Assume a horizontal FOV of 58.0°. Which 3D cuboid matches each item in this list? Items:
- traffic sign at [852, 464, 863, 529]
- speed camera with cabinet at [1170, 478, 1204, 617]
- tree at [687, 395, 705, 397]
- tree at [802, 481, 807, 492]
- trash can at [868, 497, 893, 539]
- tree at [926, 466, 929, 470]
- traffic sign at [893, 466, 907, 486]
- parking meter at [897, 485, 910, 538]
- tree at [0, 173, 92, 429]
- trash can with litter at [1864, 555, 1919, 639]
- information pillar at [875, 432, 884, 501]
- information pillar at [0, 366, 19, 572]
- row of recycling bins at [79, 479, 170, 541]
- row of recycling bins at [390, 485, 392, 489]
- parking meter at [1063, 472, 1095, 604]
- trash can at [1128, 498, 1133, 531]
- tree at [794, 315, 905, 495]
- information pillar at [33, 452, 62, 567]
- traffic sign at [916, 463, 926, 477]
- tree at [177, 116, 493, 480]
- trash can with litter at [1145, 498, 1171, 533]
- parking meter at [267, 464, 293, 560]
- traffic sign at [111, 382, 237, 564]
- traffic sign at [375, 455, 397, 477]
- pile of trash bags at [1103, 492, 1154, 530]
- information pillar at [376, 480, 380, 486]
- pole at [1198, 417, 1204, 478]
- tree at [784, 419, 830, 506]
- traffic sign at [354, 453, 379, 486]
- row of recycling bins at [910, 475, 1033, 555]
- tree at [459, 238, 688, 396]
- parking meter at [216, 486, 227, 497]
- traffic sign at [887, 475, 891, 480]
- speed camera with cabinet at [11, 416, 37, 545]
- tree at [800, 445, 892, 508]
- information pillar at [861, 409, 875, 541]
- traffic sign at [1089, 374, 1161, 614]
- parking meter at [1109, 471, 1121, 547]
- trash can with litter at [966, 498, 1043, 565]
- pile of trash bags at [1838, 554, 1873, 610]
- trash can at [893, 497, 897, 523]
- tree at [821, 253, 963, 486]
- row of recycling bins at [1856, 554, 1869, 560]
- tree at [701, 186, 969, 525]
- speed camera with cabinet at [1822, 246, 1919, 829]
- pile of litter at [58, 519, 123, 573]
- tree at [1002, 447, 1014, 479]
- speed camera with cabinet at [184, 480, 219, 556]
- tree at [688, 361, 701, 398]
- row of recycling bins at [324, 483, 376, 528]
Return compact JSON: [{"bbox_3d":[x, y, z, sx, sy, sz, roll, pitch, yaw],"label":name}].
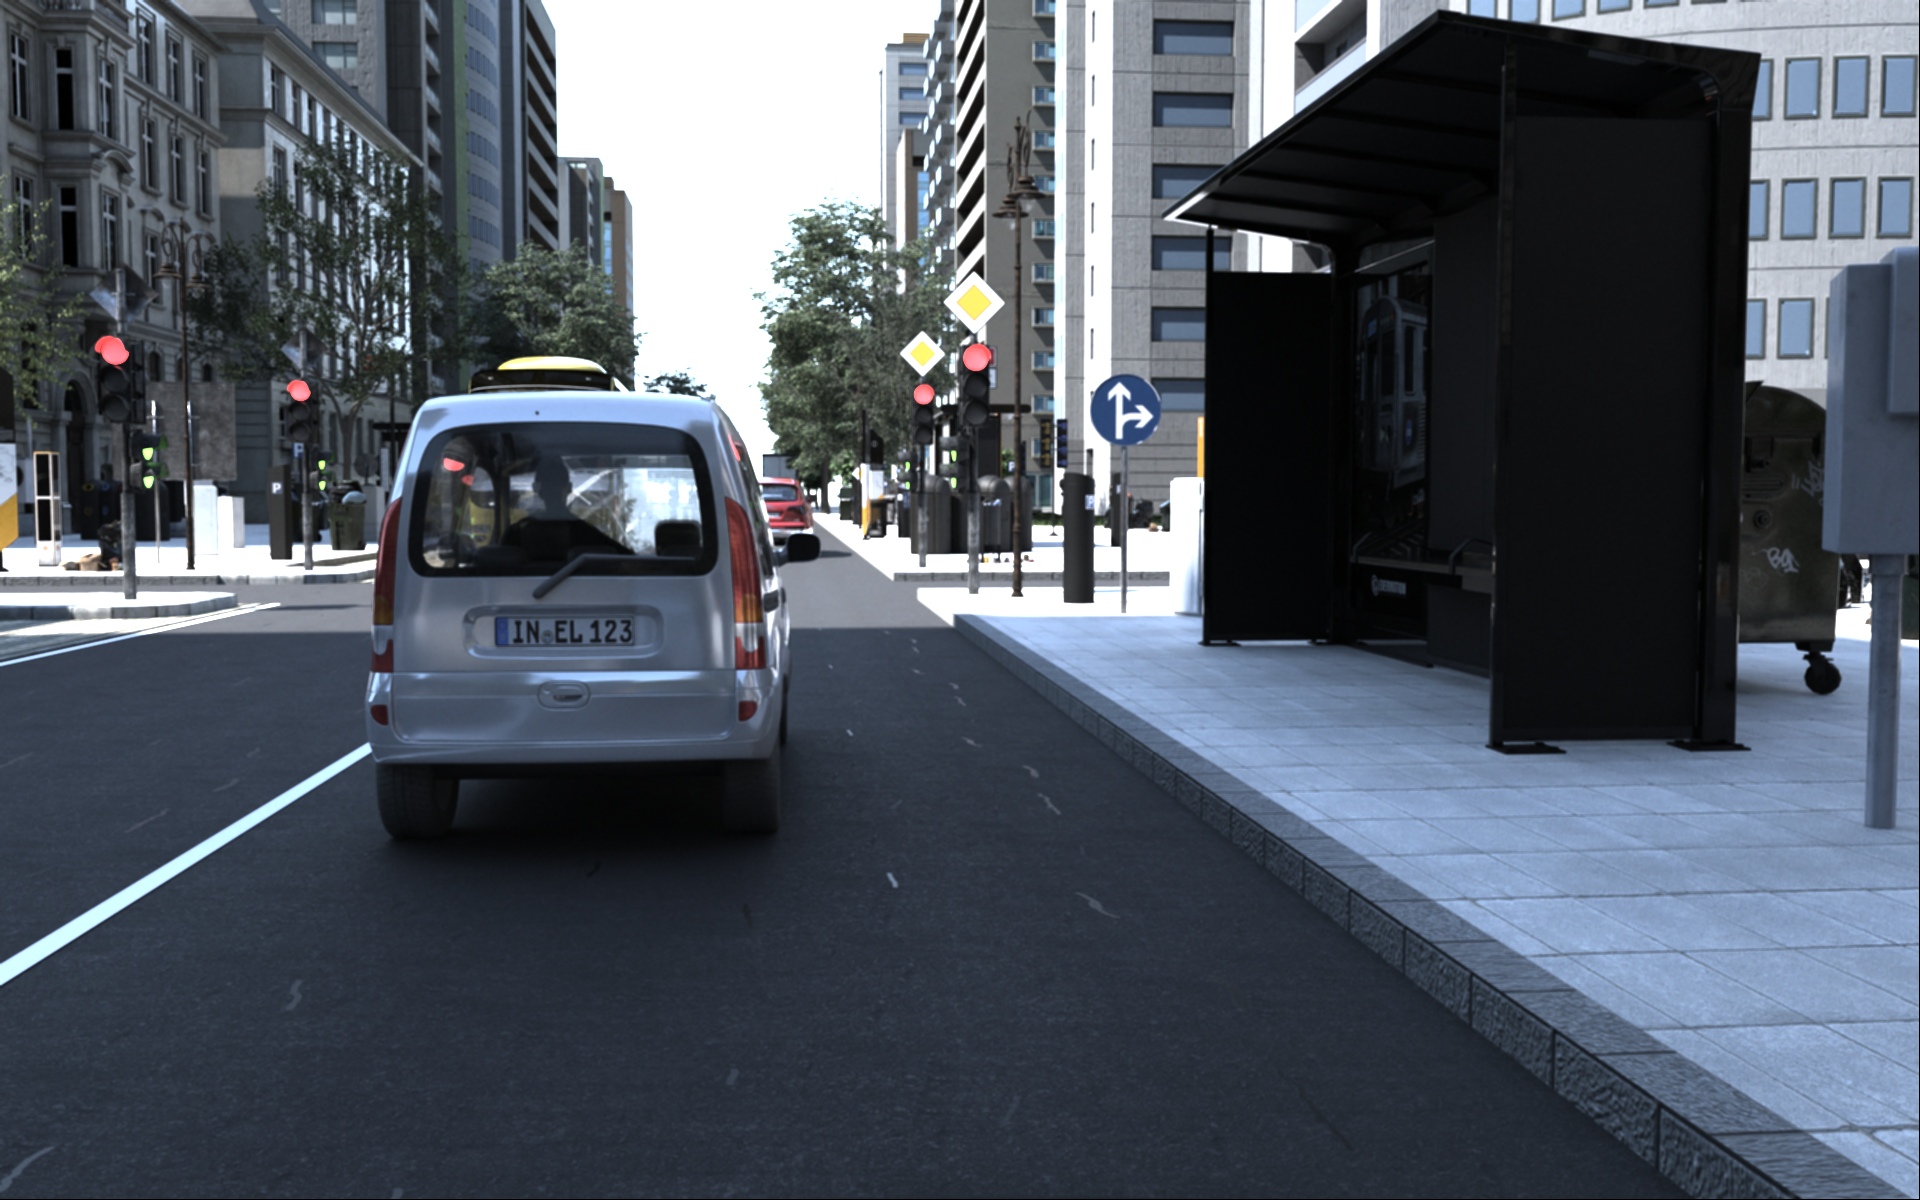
[{"bbox_3d":[-3.581,-3.836,63.909,0.795,2.450,0.064,0,4,3],"label":"traffic sign"},{"bbox_3d":[3.275,-1.487,18.655,2.038,3.252,0.660,-2,4,-27],"label":"speed camera with cabinet"},{"bbox_3d":[-30.158,-17.026,195.380,9.611,12.733,9.660,0,3,0],"label":"tree"},{"bbox_3d":[-20.820,-17.341,233.893,4.360,8.622,3.978,0,3,0],"label":"tree"},{"bbox_3d":[-2.412,-2.356,50.179,0.748,1.137,0.748,0,3,0],"label":"trash can"},{"bbox_3d":[-0.191,-3.739,55.733,1.663,3.219,1.824,0,3,0],"label":"tree"},{"bbox_3d":[-2.087,-3.598,60.957,0.606,2.300,0.079,0,4,-2],"label":"traffic sign"},{"bbox_3d":[-1.628,-2.561,50.277,0.372,1.533,0.369,0,3,0],"label":"parking meter"},{"bbox_3d":[-22.629,-5.507,40.404,4.737,8.622,4.395,0,3,0],"label":"tree"},{"bbox_3d":[8.450,-0.253,15.531,0.624,1.170,1.055,0,4,3],"label":"trash can with litter"},{"bbox_3d":[-2.964,-4.290,61.492,0.504,3.616,0.183,-1,4,-19],"label":"information pillar"},{"bbox_3d":[-15.719,-2.260,28.314,0.504,3.616,0.183,-3,5,-42],"label":"information pillar"},{"bbox_3d":[-23.194,-2.507,48.109,3.534,1.692,1.069,2,4,33],"label":"row of recycling bins"},{"bbox_3d":[-24.989,-4.134,74.699,1.069,1.692,3.534,2,4,29],"label":"row of recycling bins"},{"bbox_3d":[1.395,-0.729,20.328,0.372,1.533,0.369,0,3,0],"label":"parking meter"},{"bbox_3d":[5.577,-2.933,59.608,0.748,1.137,0.748,0,3,0],"label":"trash can"},{"bbox_3d":[-5.920,-10.554,98.315,9.928,11.665,9.643,0,3,0],"label":"tree"},{"bbox_3d":[-16.015,-1.586,30.423,0.304,2.012,0.304,0,4,-2],"label":"information pillar"},{"bbox_3d":[-1.606,-3.912,63.971,0.884,2.594,0.081,0,4,-5],"label":"traffic sign"},{"bbox_3d":[-15.746,-6.689,43.781,8.767,10.594,7.601,0,4,-2],"label":"tree"},{"bbox_3d":[6.734,-2.825,57.577,1.055,1.170,0.624,-1,4,-14],"label":"trash can with litter"},{"bbox_3d":[-13.187,-1.704,33.579,0.399,1.863,0.255,0,4,6],"label":"parking meter"},{"bbox_3d":[-14.281,-2.299,31.464,2.265,3.308,0.079,0,4,1],"label":"traffic sign"},{"bbox_3d":[-18.121,-3.330,54.548,0.768,2.556,0.104,0,4,0],"label":"traffic sign"},{"bbox_3d":[6.149,-3.293,63.592,1.912,1.369,3.447,0,4,8],"label":"pile of trash bags"},{"bbox_3d":[-29.580,-5.133,88.423,0.304,2.012,0.304,2,4,23],"label":"information pillar"},{"bbox_3d":[6.426,-3.199,46.141,0.158,3.312,0.155,0,3,0],"label":"pole"},{"bbox_3d":[-16.504,-16.361,201.909,7.601,10.594,8.767,-1,4,-16],"label":"tree"},{"bbox_3d":[-18.555,-3.306,54.152,0.768,2.556,0.104,0,4,0],"label":"traffic sign"},{"bbox_3d":[0.328,-1.872,37.728,1.069,1.692,3.534,3,5,43],"label":"row of recycling bins"},{"bbox_3d":[-19.794,-10.909,85.015,9.857,13.997,8.962,0,3,0],"label":"tree"},{"bbox_3d":[-24.402,-2.987,57.241,0.372,1.533,0.369,0,3,0],"label":"parking meter"},{"bbox_3d":[-4.584,-6.424,105.144,0.768,2.556,0.104,0,3,0],"label":"traffic sign"},{"bbox_3d":[-24.302,-3.039,44.031,2.038,3.252,0.660,1,4,20],"label":"speed camera with cabinet"},{"bbox_3d":[-4.944,-6.319,87.033,4.285,4.588,4.351,0,3,0],"label":"tree"},{"bbox_3d":[-2.592,-3.456,47.855,0.183,3.616,0.504,1,4,14],"label":"information pillar"},{"bbox_3d":[1.755,-1.124,18.487,0.768,2.556,0.104,0,4,1],"label":"traffic sign"},{"bbox_3d":[3.830,-2.217,41.954,0.399,1.863,0.255,-1,4,-10],"label":"parking meter"},{"bbox_3d":[0.903,-1.305,32.387,1.678,1.210,2.233,3,5,39],"label":"trash can with litter"},{"bbox_3d":[10.766,-0.643,20.260,1.912,1.369,3.447,3,5,42],"label":"pile of trash bags"},{"bbox_3d":[-3.065,-3.785,73.546,0.748,1.137,0.748,0,3,0],"label":"trash can"},{"bbox_3d":[-1.916,-6.224,52.129,4.360,8.622,3.978,0,3,0],"label":"tree"},{"bbox_3d":[18.799,-1.645,34.009,3.534,1.692,1.069,0,4,-8],"label":"row of recycling bins"},{"bbox_3d":[-4.173,-10.086,71.563,9.857,13.997,8.962,0,3,0],"label":"tree"},{"bbox_3d":[4.391,-0.741,6.457,2.038,3.252,0.660,1,4,20],"label":"speed camera with cabinet"},{"bbox_3d":[-14.470,-0.920,28.999,1.176,0.858,1.719,-1,4,-14],"label":"pile of litter"},{"bbox_3d":[2.061,-7.381,104.387,4.285,4.588,4.351,0,3,0],"label":"tree"},{"bbox_3d":[-16.027,-2.580,36.525,0.660,3.252,2.038,-2,4,-26],"label":"speed camera with cabinet"},{"bbox_3d":[-27.211,-15.820,165.319,9.857,13.997,8.962,0,3,0],"label":"tree"},{"bbox_3d":[-23.923,-3.606,66.073,3.534,1.692,1.069,0,4,-7],"label":"row of recycling bins"}]
